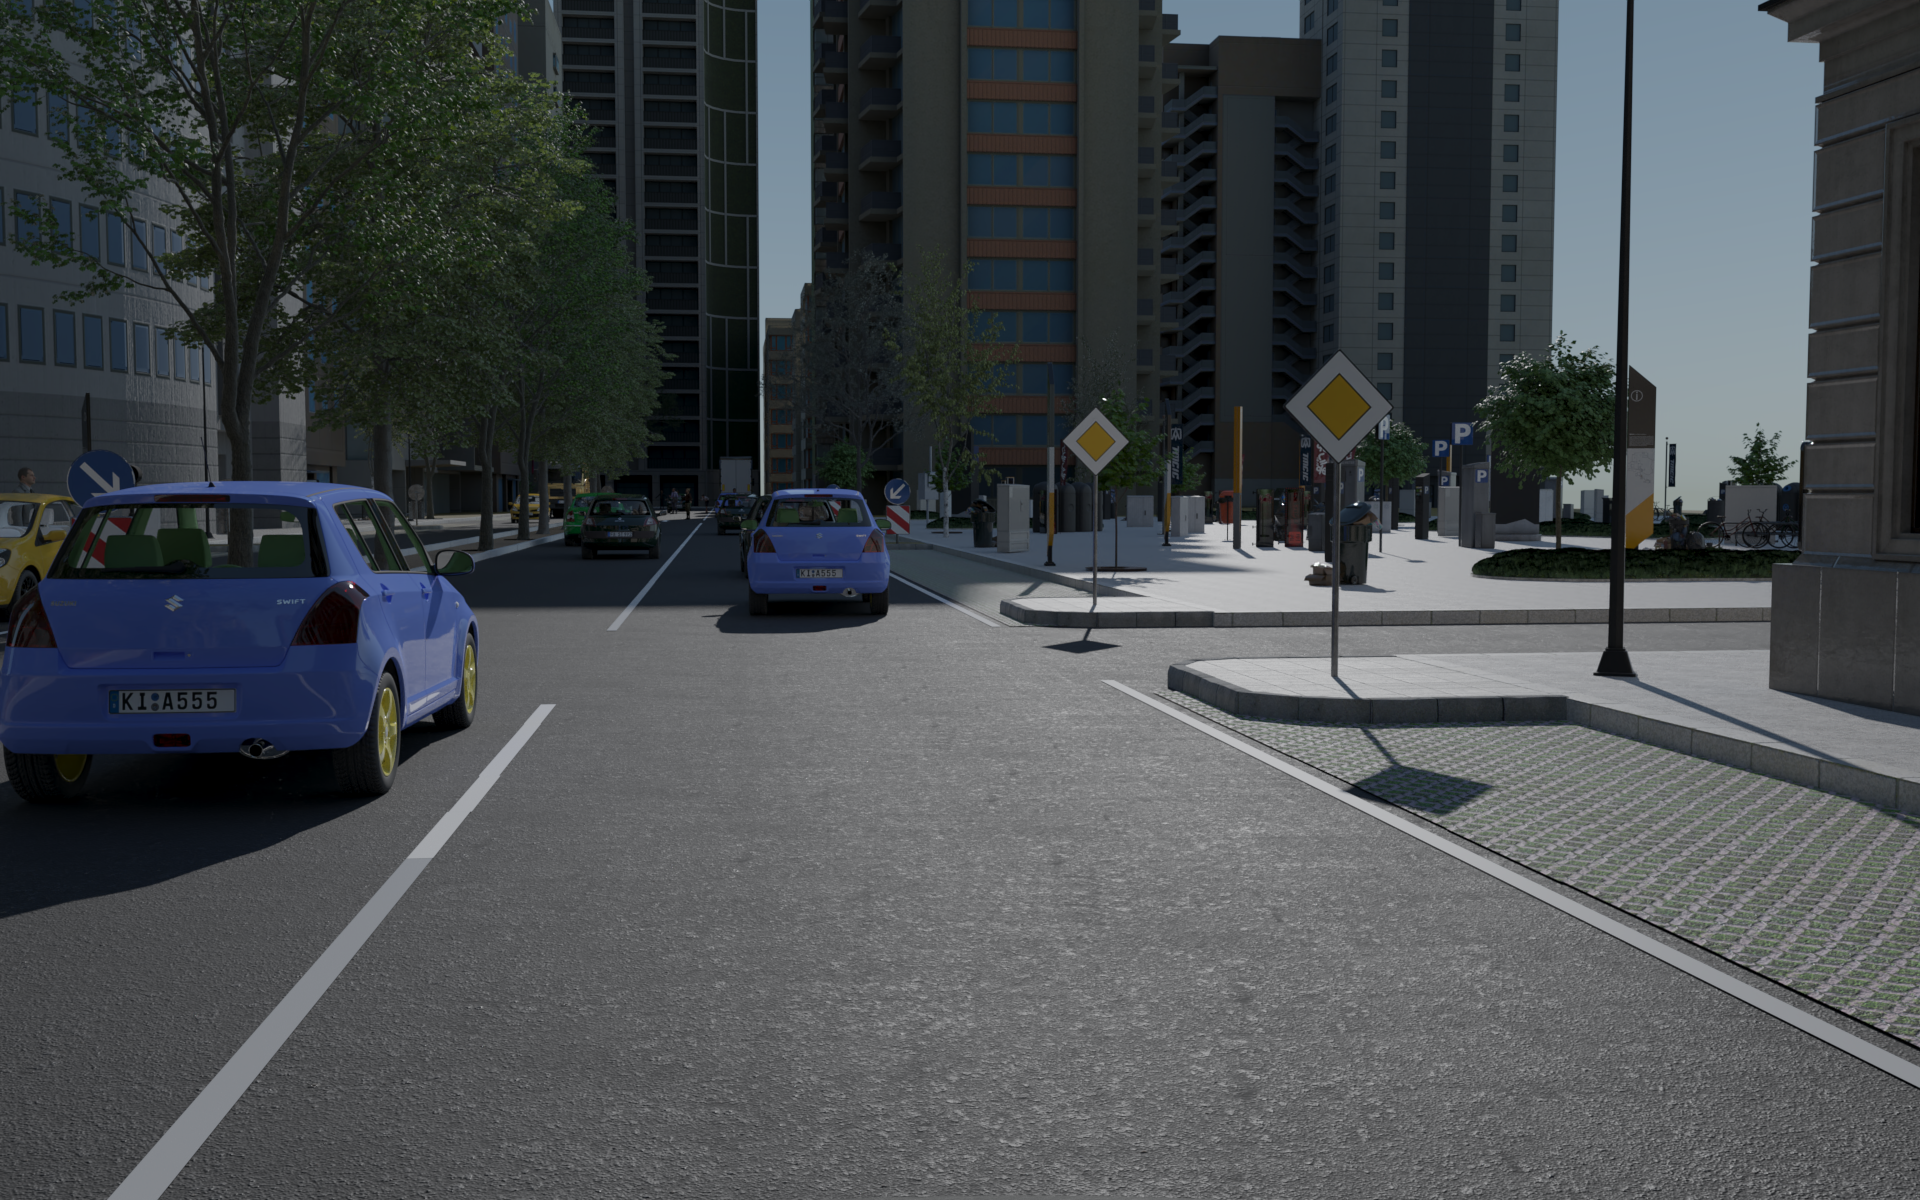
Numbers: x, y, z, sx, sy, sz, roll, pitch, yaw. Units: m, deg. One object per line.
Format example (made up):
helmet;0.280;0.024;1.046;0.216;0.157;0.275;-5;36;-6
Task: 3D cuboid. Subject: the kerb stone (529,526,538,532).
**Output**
kerb stone;-16.552;-2.760;67.325;0.120;0.150;1.000;0;4;-8

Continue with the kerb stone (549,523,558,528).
kerb stone;-17.513;-3.196;74.451;0.120;0.150;1.000;0;4;-8

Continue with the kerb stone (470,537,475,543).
kerb stone;-14.212;-1.701;50.059;0.120;0.150;1.000;0;4;-8

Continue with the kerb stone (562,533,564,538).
kerb stone;-12.828;-2.034;55.445;0.120;0.150;1.000;0;4;-8

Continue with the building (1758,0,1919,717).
building;11.211;-8.432;2.494;10.561;19.102;19.286;0;4;-8

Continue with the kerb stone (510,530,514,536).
kerb stone;-15.454;-2.263;59.198;0.120;0.150;1.000;0;4;-8

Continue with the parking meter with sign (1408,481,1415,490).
parking meter with sign;24.617;-5.915;92.972;0.543;3.016;1.738;-2;4;-26

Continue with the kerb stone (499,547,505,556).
kerb stone;-10.763;-1.103;40.223;0.120;0.150;1.000;0;4;-8

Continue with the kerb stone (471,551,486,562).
kerb stone;-10.359;-0.911;37.174;0.120;0.150;1.000;0;4;-8

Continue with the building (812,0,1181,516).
building;1.746;-28.065;113.491;22.147;44.769;28.867;0;4;-8

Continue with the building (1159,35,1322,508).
building;25.445;-31.658;167.721;14.200;45.320;14.600;0;4;-8

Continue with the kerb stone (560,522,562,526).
kerb stone;-17.784;-3.321;76.490;0.120;0.150;1.000;0;4;-8

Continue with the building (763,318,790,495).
building;-7.084;-21.272;192.837;28.899;21.520;27.650;0;4;-8

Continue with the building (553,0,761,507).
building;-31.761;-45.629;184.286;20.611;71.187;20.563;0;4;-8

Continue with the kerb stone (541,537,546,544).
kerb stone;-11.997;-1.661;49.350;0.120;0.150;1.000;0;4;-8

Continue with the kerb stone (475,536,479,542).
kerb stone;-14.351;-1.766;51.071;0.120;0.150;1.000;0;4;-8

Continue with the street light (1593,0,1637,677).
street light;4.115;-2.417;12.058;1.470;5.913;1.316;0;4;-8

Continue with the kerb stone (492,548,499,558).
kerb stone;-10.631;-1.041;39.210;0.120;0.150;1.000;0;4;-8

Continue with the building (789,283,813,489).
building;-0.910;-19.139;157.964;27.650;21.520;28.899;0;4;-8

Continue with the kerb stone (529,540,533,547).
kerb stone;-11.598;-1.475;46.309;0.120;0.150;1.000;0;4;-8

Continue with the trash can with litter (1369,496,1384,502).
trash can with litter;13.870;-2.961;59.466;2.233;1.210;1.678;0;4;-4

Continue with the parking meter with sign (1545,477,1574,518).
parking meter with sign;26.234;-4.908;76.507;1.738;3.016;0.543;3;5;43

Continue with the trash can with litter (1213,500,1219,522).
trash can with litter;11.602;-4.096;78.362;1.055;1.170;0.624;3;5;43

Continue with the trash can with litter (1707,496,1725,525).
trash can with litter;23.770;-2.716;55.458;2.233;1.210;1.678;1;4;17

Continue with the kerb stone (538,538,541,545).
kerb stone;-11.866;-1.597;48.336;0.120;0.150;1.000;0;4;-8

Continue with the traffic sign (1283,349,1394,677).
traffic sign;2.632;-0.519;12.124;0.795;2.450;0.064;0;4;-8

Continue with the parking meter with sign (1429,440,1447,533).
parking meter with sign;15.887;-3.679;56.417;0.543;3.016;1.738;2;4;31

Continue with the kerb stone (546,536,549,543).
kerb stone;-12.140;-1.723;50.374;0.120;0.150;1.000;0;4;-8

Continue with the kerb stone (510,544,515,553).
kerb stone;-11.046;-1.227;42.255;0.120;0.150;1.000;0;4;-8

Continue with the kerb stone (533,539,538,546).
kerb stone;-11.726;-1.533;47.323;0.120;0.150;1.000;0;4;-8

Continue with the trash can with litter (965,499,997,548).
trash can with litter;0.682;-1.853;41.683;0.624;1.170;1.055;3;5;44

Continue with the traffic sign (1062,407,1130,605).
traffic sign;1.562;-1.003;20.037;0.795;2.450;0.064;0;4;-8

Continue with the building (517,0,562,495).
building;-47.054;-32.477;154.698;21.600;48.544;21.300;0;4;-8

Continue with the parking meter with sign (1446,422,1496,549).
parking meter with sign;12.314;-2.762;41.415;0.543;3.016;1.738;0;4;-7

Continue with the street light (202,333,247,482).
street light;-21.125;-4.724;49.773;1.470;5.913;1.316;0;4;-8

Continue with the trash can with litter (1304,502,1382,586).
trash can with litter;5.390;-0.796;24.402;1.055;1.170;0.624;-3;4;-37

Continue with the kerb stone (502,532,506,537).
kerb stone;-15.181;-2.138;57.153;0.120;0.150;1.000;0;4;-8

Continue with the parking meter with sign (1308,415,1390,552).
parking meter with sign;8.602;-2.584;38.508;1.738;3.016;0.543;3;4;38

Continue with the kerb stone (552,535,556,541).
kerb stone;-12.411;-1.848;52.406;0.120;0.150;1.000;0;4;-8

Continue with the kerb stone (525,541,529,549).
kerb stone;-11.455;-1.413;45.296;0.120;0.150;1.000;0;4;-8

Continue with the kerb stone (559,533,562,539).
kerb stone;-12.691;-1.972;54.431;0.120;0.150;1.000;0;4;-8

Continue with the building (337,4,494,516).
building;-43.570;-31.411;102.816;28.713;52.752;27.495;0;4;-8

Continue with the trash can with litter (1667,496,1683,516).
trash can with litter;41.709;-5.497;101.266;1.055;1.170;0.624;1;4;20

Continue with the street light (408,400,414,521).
street light;-25.416;-6.677;81.704;1.470;5.913;1.316;0;4;-8

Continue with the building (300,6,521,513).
building;-39.611;-29.040;124.914;14.600;45.320;14.200;0;4;-8

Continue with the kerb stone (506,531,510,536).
kerb stone;-15.314;-2.201;58.174;0.120;0.150;1.000;0;4;-8

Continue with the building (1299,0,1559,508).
building;43.020;-44.562;166.843;20.611;71.187;20.563;0;4;-8

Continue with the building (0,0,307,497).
building;-34.215;-31.144;51.206;21.231;58.520;28.212;0;4;-8

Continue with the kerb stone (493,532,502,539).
kerb stone;-15.040;-2.076;56.141;0.120;0.150;1.000;0;4;-8

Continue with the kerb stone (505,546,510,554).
kerb stone;-10.909;-1.165;41.242;0.120;0.150;1.000;0;4;-8

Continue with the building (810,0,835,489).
building;-4.643;-27.607;134.970;14.154;41.232;14.086;0;4;-8

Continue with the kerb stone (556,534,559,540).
kerb stone;-12.547;-1.910;53.419;0.120;0.150;1.000;0;4;-8

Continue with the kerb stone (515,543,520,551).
kerb stone;-11.185;-1.286;43.270;0.120;0.150;1.000;0;4;-8

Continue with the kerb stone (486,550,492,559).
kerb stone;-10.497;-0.964;38.194;0.120;0.150;1.000;0;4;-8

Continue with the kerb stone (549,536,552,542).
kerb stone;-12.282;-1.786;51.392;0.120;0.150;1.000;0;4;-8

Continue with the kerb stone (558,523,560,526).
kerb stone;-17.653;-3.250;75.468;0.120;0.150;1.000;0;4;-8

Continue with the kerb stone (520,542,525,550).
kerb stone;-11.311;-1.351;44.284;0.120;0.150;1.000;0;4;-8

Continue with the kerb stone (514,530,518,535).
kerb stone;-15.585;-2.322;60.212;0.120;0.150;1.000;0;4;-8
